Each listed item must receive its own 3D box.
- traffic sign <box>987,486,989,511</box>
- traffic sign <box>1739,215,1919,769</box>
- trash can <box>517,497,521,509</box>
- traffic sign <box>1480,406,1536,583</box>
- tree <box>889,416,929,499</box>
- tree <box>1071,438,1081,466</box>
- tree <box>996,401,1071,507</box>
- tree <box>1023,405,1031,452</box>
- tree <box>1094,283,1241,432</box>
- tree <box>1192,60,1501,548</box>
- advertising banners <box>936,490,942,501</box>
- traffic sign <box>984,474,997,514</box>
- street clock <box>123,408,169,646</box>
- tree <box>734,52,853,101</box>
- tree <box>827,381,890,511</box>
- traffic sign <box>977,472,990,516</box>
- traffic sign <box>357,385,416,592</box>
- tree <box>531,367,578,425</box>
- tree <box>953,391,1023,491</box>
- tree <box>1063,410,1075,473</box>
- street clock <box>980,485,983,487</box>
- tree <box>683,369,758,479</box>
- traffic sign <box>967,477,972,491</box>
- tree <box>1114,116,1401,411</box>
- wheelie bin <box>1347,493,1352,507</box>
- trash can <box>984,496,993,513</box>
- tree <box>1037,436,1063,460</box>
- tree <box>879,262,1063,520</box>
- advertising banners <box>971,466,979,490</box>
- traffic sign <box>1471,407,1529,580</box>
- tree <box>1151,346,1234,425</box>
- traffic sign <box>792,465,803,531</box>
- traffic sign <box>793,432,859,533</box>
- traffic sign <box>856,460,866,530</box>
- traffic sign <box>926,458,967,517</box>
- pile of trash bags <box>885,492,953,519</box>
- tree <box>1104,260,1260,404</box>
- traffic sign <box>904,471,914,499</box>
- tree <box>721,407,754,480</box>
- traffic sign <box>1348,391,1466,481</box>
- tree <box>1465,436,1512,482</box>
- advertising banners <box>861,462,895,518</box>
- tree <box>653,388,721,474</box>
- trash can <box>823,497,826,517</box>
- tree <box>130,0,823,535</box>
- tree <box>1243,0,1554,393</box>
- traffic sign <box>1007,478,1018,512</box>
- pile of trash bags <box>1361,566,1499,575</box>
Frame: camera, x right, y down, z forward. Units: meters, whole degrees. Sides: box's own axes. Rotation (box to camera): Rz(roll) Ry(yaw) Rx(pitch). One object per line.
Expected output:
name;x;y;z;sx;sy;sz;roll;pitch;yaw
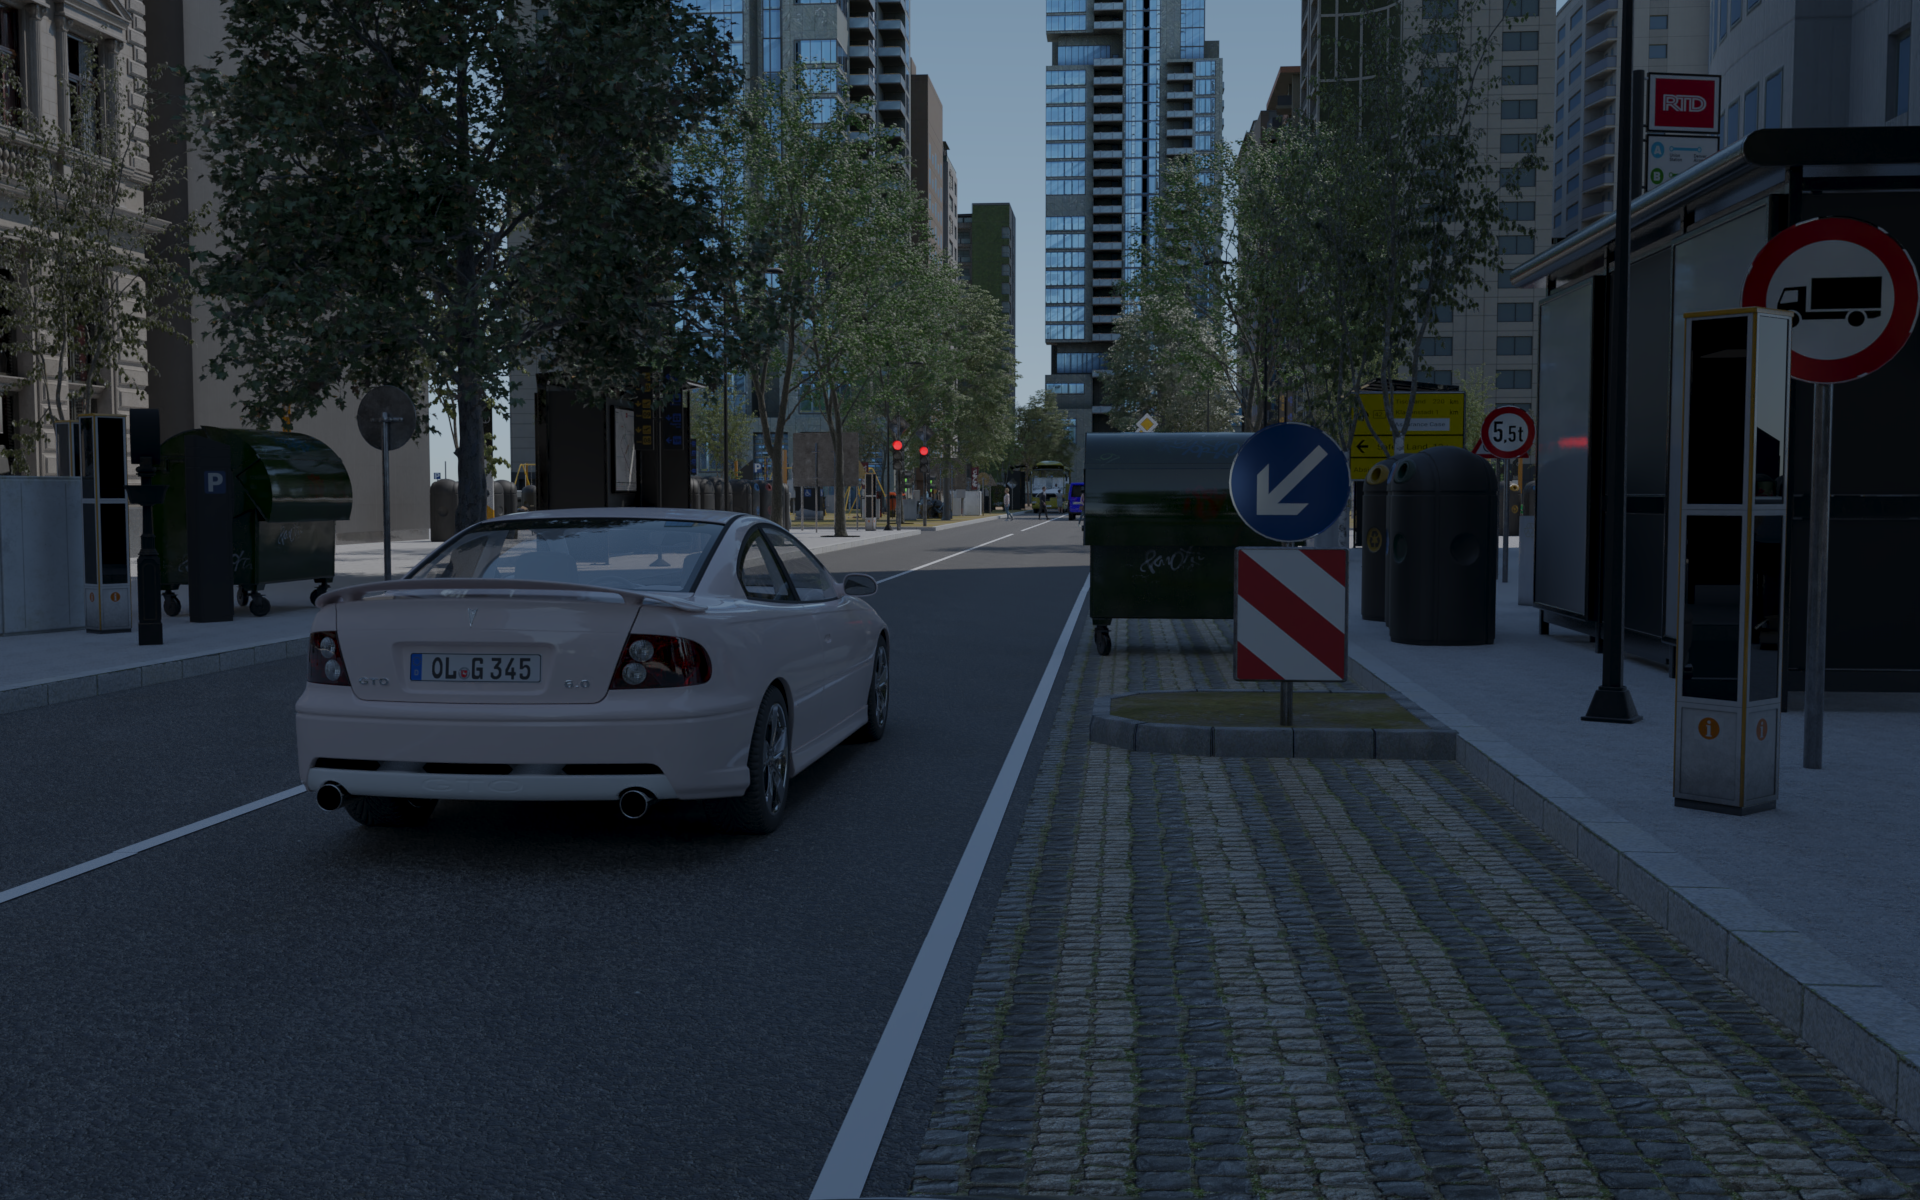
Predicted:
traffic sign;2.153;-7.942;129.852;0.884;2.594;0.081;1;4;10
traffic sign;3.994;-0.485;8.037;0.768;2.556;0.104;1;4;12
trash can;-21.767;-4.534;85.780;0.748;1.137;0.748;0;3;0
traffic sign;7.907;-1.526;25.048;0.768;2.556;0.104;1;4;12
tree;-3.959;-11.622;140.388;4.737;8.622;4.395;0;3;0
tree;10.304;-16.663;206.859;8.767;10.594;7.601;0;4;6
tree;6.594;-14.663;174.160;7.601;10.594;8.767;1;4;11
tree;3.406;-11.134;132.399;4.737;8.622;4.395;0;3;0
tree;12.806;-12.087;104.274;9.857;13.997;8.962;0;3;0
tree;6.524;-4.860;29.827;4.737;8.622;4.395;0;3;0
advertising banners;-0.863;-8.277;131.515;2.074;3.025;0.090;1;4;15
traffic sign;1.916;-6.714;109.785;0.884;2.594;0.081;0;4;7
street clock;-6.908;-0.621;14.724;0.358;2.002;0.471;-2;4;-26
tree;-4.600;-7.122;42.198;9.928;11.665;9.643;0;3;0
tree;-6.274;-9.836;111.186;4.360;8.622;3.978;0;3;0
traffic sign;1.354;-6.186;101.250;0.768;2.556;0.104;1;4;10
traffic sign;-6.731;-1.236;20.316;0.768;2.556;0.104;1;4;13
tree;-21.042;-8.837;94.842;4.360;8.622;3.978;0;3;0
tree;1.453;-9.960;113.216;4.737;8.622;4.395;0;3;0
tree;8.726;-16.455;187.158;7.486;12.596;7.792;0;3;0
street clock;1.767;-8.131;137.518;0.358;2.002;0.471;-1;4;-8
tree;-12.754;-8.672;92.145;4.737;8.622;4.395;0;3;0
traffic sign;0.638;-8.121;132.885;0.768;2.556;0.104;1;4;11
tree;8.134;-7.463;47.777;9.928;11.665;9.643;0;3;0
wheelie bin;12.833;-3.102;58.619;0.980;1.594;0.693;-2;4;-33
trash can;2.262;-7.492;134.145;0.748;1.137;0.748;0;3;0
tree;10.228;-15.270;200.020;4.360;8.622;3.978;0;3;0
tree;-0.477;-10.218;85.189;7.486;12.596;7.792;0;3;0
advertising banners;0.215;-6.920;109.336;2.074;3.025;0.090;1;4;13
traffic sign;8.049;-1.586;25.939;0.884;2.594;0.081;0;4;8
tree;11.463;-8.273;85.622;4.360;8.622;3.978;0;3;0
traffic sign;-5.531;-3.705;60.677;0.768;2.556;0.104;1;4;15
traffic sign;-4.456;-3.886;57.410;2.265;3.308;0.079;1;4;13
traffic sign;-3.623;-3.736;61.080;0.884;2.594;0.081;0;4;6
traffic sign;-0.765;-6.273;96.441;2.265;3.308;0.079;0;4;8
pile of trash bags;-2.175;-4.878;89.501;3.447;1.369;1.912;-1;4;-16
tree;17.486;-17.194;137.017;12.611;20.169;13.585;0;3;0
traffic sign;-2.852;-5.726;93.733;0.768;2.556;0.104;1;4;11
tree;-18.333;-11.517;138.670;4.360;8.622;3.978;0;3;0
traffic sign;8.844;-2.475;34.345;2.265;3.308;0.079;0;4;6
tree;16.522;-3.719;55.415;1.663;3.219;1.824;0;3;0
advertising banners;-4.481;-6.024;94.679;2.074;3.025;0.090;0;4;4
tree;-17.202;-9.582;107.033;4.360;8.622;3.978;0;3;0
trash can;-7.736;-5.130;95.528;0.748;1.137;0.748;0;3;0
tree;-7.141;-6.614;25.145;9.611;12.733;9.660;0;3;0
tree;5.645;-4.405;22.391;4.360;8.622;3.978;0;3;0
traffic sign;3.791;-7.589;125.270;0.795;2.450;0.064;1;4;11
pile of trash bags;8.115;-1.178;29.005;1.912;1.369;3.447;0;4;-7
